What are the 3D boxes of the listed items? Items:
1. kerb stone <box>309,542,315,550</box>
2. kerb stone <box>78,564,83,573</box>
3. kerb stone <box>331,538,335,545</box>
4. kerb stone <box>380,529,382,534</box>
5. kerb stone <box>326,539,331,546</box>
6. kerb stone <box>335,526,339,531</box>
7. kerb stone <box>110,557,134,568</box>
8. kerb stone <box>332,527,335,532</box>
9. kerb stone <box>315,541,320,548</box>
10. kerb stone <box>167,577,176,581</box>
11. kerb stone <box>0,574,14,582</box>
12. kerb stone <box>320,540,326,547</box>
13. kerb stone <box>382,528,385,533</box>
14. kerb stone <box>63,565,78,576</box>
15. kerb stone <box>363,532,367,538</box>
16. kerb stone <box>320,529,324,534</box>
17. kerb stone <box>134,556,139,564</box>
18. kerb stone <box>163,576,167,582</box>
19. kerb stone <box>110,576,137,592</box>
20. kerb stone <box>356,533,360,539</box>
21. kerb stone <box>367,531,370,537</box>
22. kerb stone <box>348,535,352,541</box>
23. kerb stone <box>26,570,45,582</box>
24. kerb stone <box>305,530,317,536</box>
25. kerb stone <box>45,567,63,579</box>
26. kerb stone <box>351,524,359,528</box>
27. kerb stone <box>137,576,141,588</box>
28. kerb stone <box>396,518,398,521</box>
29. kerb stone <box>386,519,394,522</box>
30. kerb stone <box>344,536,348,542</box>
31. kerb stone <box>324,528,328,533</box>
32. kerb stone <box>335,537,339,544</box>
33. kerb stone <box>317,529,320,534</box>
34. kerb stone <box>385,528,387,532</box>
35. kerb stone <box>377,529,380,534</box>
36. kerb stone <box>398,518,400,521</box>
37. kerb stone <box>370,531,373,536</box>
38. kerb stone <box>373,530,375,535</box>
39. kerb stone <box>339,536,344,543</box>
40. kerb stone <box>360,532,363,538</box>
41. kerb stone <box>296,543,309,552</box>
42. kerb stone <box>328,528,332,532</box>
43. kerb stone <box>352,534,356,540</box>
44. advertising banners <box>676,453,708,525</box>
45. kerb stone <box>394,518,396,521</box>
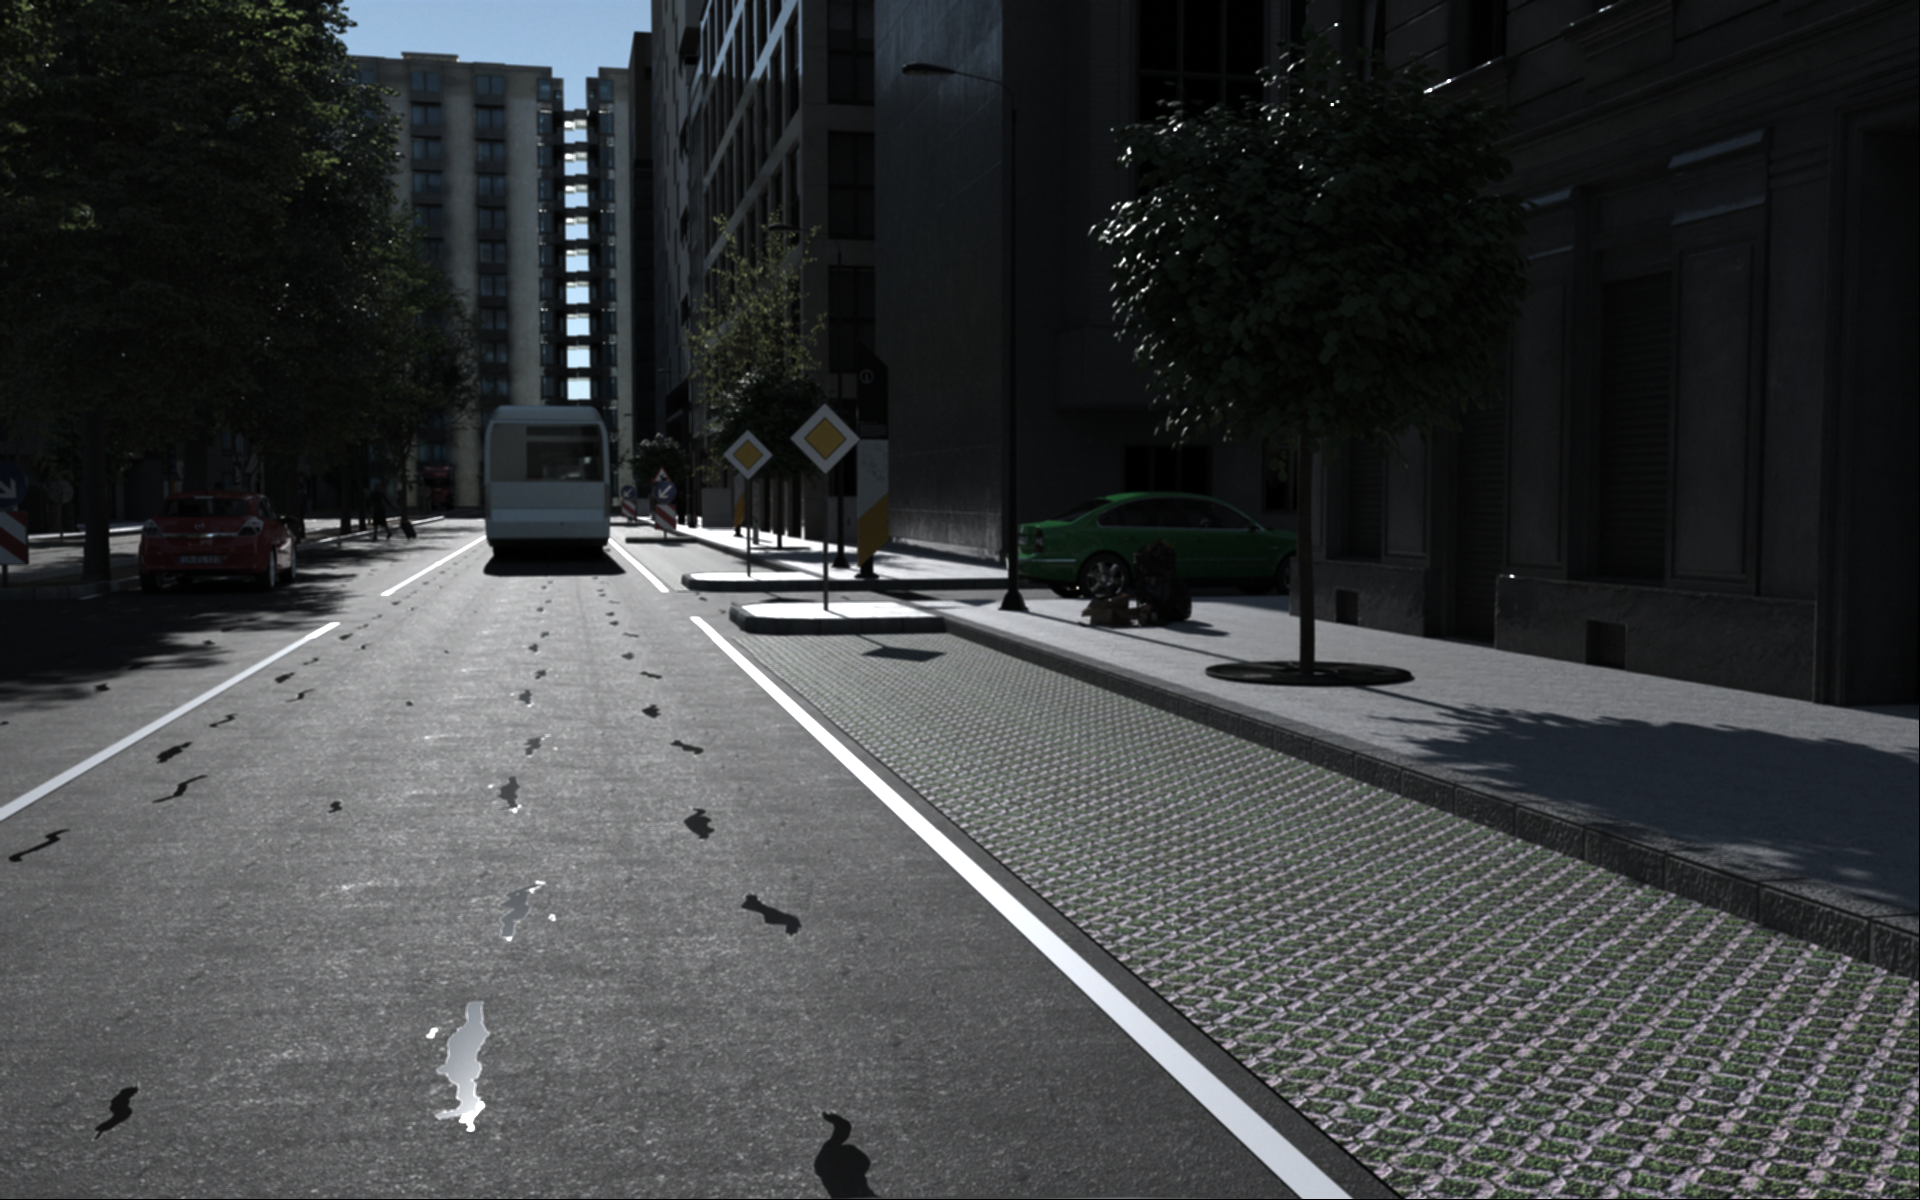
[{"bbox_3d":[-16.891,-1.382,44.832,0.120,0.150,1.000,-1,4,-13],"label":"kerb stone"},{"bbox_3d":[-15.935,-0.560,31.365,0.120,0.150,1.000,-1,4,-13],"label":"kerb stone"},{"bbox_3d":[-17.819,-1.626,48.838,0.120,0.150,1.000,-1,4,-13],"label":"kerb stone"},{"bbox_3d":[-20.823,-2.422,61.835,0.120,0.150,1.000,-1,4,-13],"label":"kerb stone"},{"bbox_3d":[-17.583,-1.568,47.837,0.120,0.150,1.000,-1,4,-13],"label":"kerb stone"},{"bbox_3d":[-24.019,-2.701,66.351,0.120,0.150,1.000,-1,4,-13],"label":"kerb stone"},{"bbox_3d":[-16.628,-0.744,34.360,0.120,0.150,1.000,-1,4,-13],"label":"kerb stone"},{"bbox_3d":[-23.792,-2.640,65.353,0.120,0.150,1.000,-1,4,-13],"label":"kerb stone"},{"bbox_3d":[-17.122,-1.445,45.828,0.120,0.150,1.000,-1,4,-13],"label":"kerb stone"},{"bbox_3d":[-13.201,-0.406,28.840,0.120,0.150,1.000,-1,4,-13],"label":"kerb stone"},{"bbox_3d":[-15.022,-0.314,27.378,0.120,0.150,1.000,-1,4,-13],"label":"kerb stone"},{"bbox_3d":[-17.353,-1.495,46.833,0.120,0.150,1.000,-1,4,-13],"label":"kerb stone"},{"bbox_3d":[-21.052,-2.481,62.839,0.120,0.150,1.000,-1,4,-13],"label":"kerb stone"},{"bbox_3d":[-15.710,-0.500,30.368,0.120,0.150,1.000,-1,4,-13],"label":"kerb stone"},{"bbox_3d":[-19.660,-2.118,56.837,0.120,0.150,1.000,-1,4,-13],"label":"kerb stone"},{"bbox_3d":[-23.100,-2.456,62.347,0.120,0.150,1.000,-1,4,-13],"label":"kerb stone"},{"bbox_3d":[-16.853,-0.804,35.361,0.120,0.150,1.000,-1,4,-13],"label":"kerb stone"},{"bbox_3d":[-12.966,-0.346,27.846,0.120,0.150,1.000,-1,4,-13],"label":"kerb stone"},{"bbox_3d":[-12.503,-0.223,25.852,0.120,0.150,1.000,-1,4,-13],"label":"kerb stone"},{"bbox_3d":[-19.207,-1.997,54.843,0.120,0.150,1.000,-1,4,-13],"label":"kerb stone"},{"bbox_3d":[-19.899,-2.180,57.833,0.120,0.150,1.000,-1,4,-13],"label":"kerb stone"},{"bbox_3d":[-18.742,-1.871,52.846,0.120,0.150,1.000,-1,4,-13],"label":"kerb stone"},{"bbox_3d":[-15.243,-0.378,28.376,0.120,0.150,1.000,-1,4,-13],"label":"kerb stone"},{"bbox_3d":[-22.636,-2.326,60.349,0.120,0.150,1.000,-1,4,-13],"label":"kerb stone"},{"bbox_3d":[-15.470,-0.439,29.374,0.120,0.150,1.000,-1,4,-13],"label":"kerb stone"},{"bbox_3d":[-25.641,-3.129,73.347,0.120,0.150,1.000,-1,4,-13],"label":"kerb stone"},{"bbox_3d":[-12.735,-0.285,26.847,0.120,0.150,1.000,-1,4,-13],"label":"kerb stone"},{"bbox_3d":[-29.568,-4.167,90.323,0.120,0.150,1.000,-1,4,-13],"label":"kerb stone"},{"bbox_3d":[-29.101,-4.045,88.325,0.120,0.150,1.000,-1,4,-13],"label":"kerb stone"},{"bbox_3d":[-18.512,-1.814,51.848,0.120,0.150,1.000,-1,4,-13],"label":"kerb stone"},{"bbox_3d":[-23.335,-2.517,63.349,0.120,0.150,1.000,-1,4,-13],"label":"kerb stone"},{"bbox_3d":[-18.059,-1.691,49.838,0.120,0.150,1.000,-1,4,-13],"label":"kerb stone"},{"bbox_3d":[-22.876,-2.395,61.346,0.120,0.150,1.000,-1,4,-13],"label":"kerb stone"},{"bbox_3d":[-21.294,-2.547,63.832,0.120,0.150,1.000,-1,4,-13],"label":"kerb stone"},{"bbox_3d":[-20.586,-2.363,60.832,0.120,0.150,1.000,-1,4,-13],"label":"kerb stone"},{"bbox_3d":[-29.777,-4.219,91.324,0.120,0.150,1.000,-1,4,-13],"label":"kerb stone"},{"bbox_3d":[-20.127,-2.240,58.833,0.120,0.150,1.000,-1,4,-13],"label":"kerb stone"},{"bbox_3d":[-20.360,-2.296,59.832,0.120,0.150,1.000,-1,4,-13],"label":"kerb stone"},{"bbox_3d":[-18.283,-1.752,50.835,0.120,0.150,1.000,-1,4,-13],"label":"kerb stone"},{"bbox_3d":[-19.436,-2.058,55.839,0.120,0.150,1.000,-1,4,-13],"label":"kerb stone"},{"bbox_3d":[-16.660,-1.320,43.823,0.120,0.150,1.000,-1,4,-13],"label":"kerb stone"},{"bbox_3d":[-23.569,-2.578,64.352,0.120,0.150,1.000,-1,4,-13],"label":"kerb stone"},{"bbox_3d":[-18.973,-1.930,53.842,0.120,0.150,1.000,-1,4,-13],"label":"kerb stone"},{"bbox_3d":[-11.360,-4.734,73.592,0.090,3.025,2.074,2,4,32],"label":"advertising banners"},{"bbox_3d":[-29.330,-4.106,89.323,0.120,0.150,1.000,-1,4,-13],"label":"kerb stone"}]
